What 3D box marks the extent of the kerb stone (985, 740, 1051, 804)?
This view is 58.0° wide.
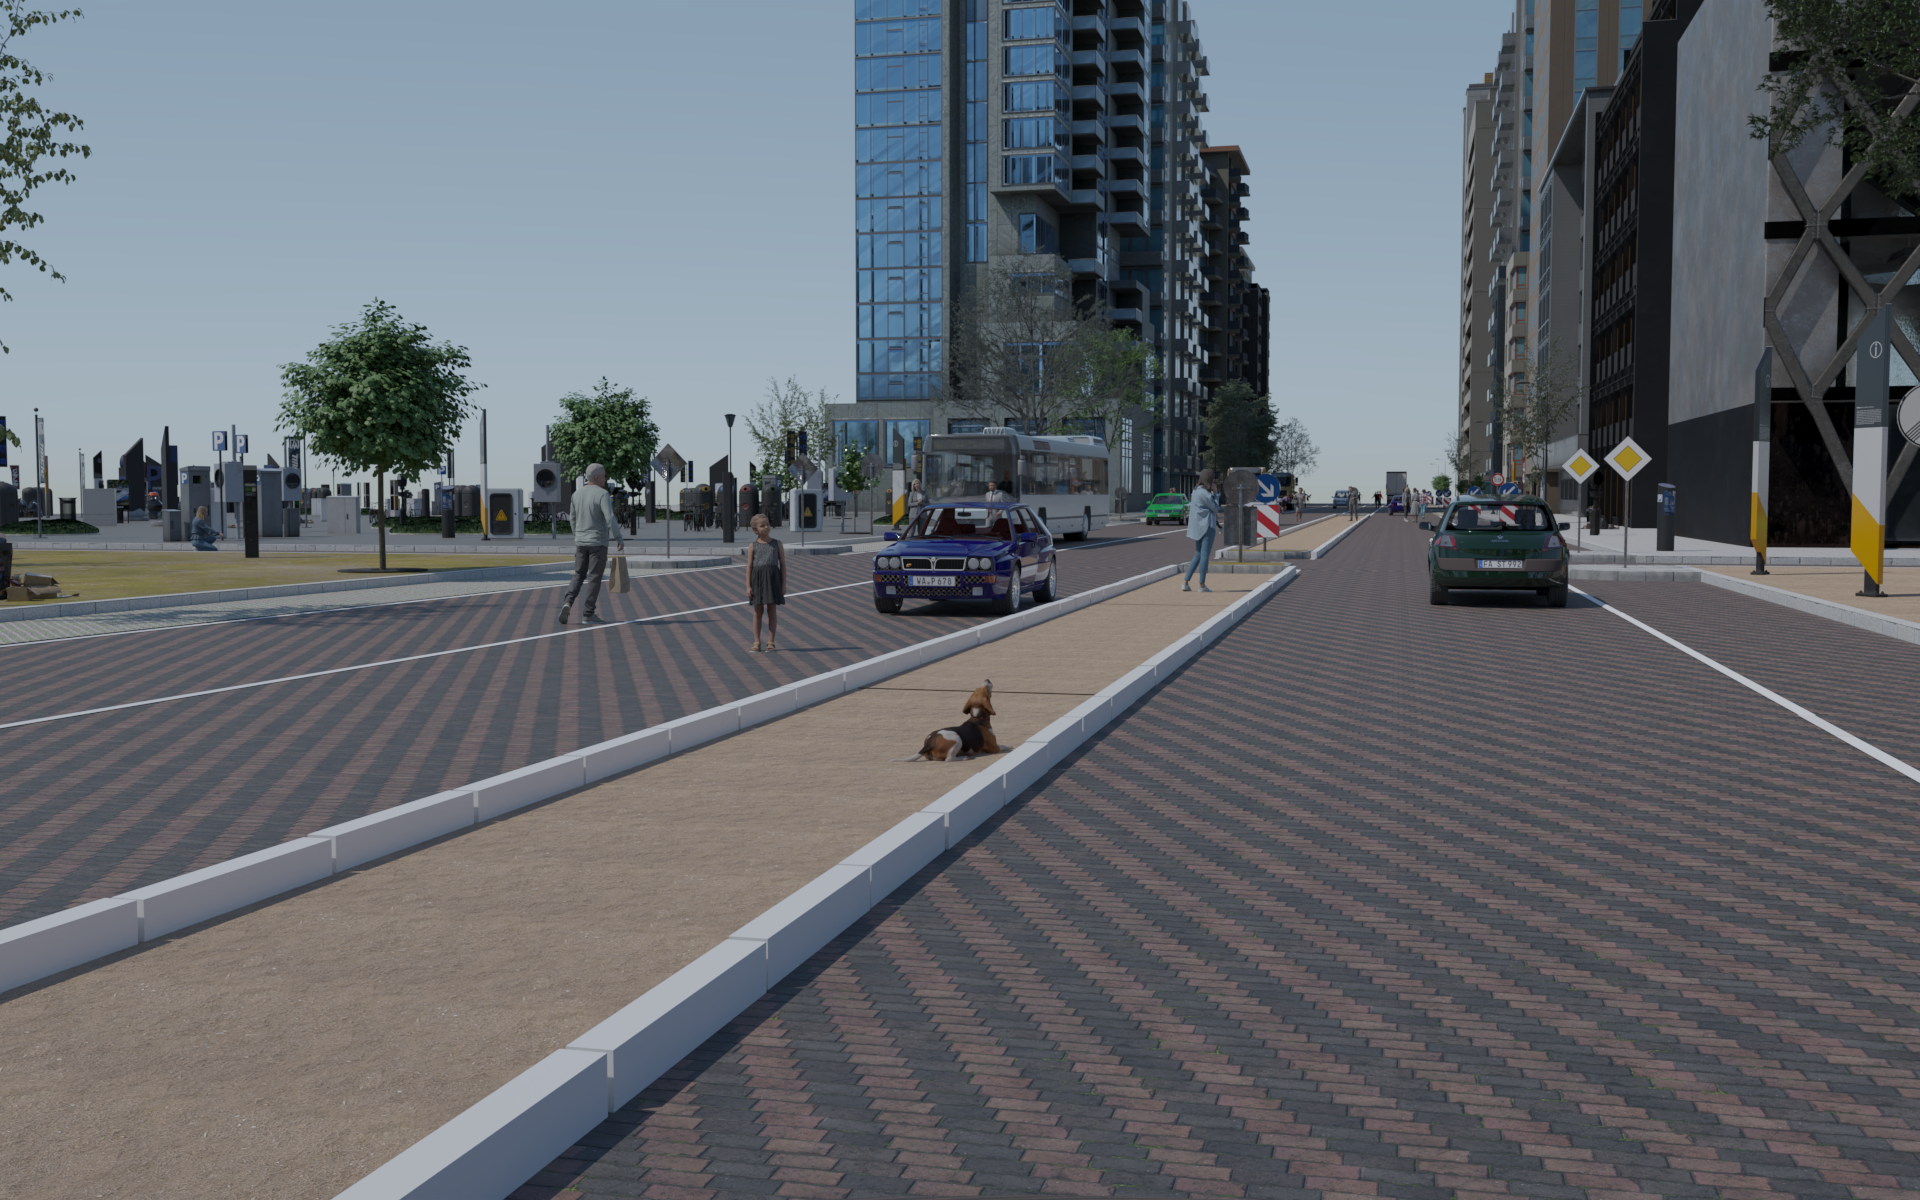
[{"bbox_3d":[0.274,0.843,8.474,0.120,0.150,1.000,1,4,14],"label":"kerb stone"}]

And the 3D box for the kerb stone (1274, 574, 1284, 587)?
[{"bbox_3d":[4.807,-0.256,26.393,0.120,0.150,1.000,1,4,14],"label":"kerb stone"}]

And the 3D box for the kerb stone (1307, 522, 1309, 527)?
[{"bbox_3d":[14.729,-3.173,74.123,0.120,0.150,1.000,1,4,14],"label":"kerb stone"}]

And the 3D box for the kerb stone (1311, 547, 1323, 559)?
[{"bbox_3d":[8.207,-1.077,39.808,0.120,0.150,1.000,1,4,14],"label":"kerb stone"}]

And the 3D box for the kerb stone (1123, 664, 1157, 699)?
[{"bbox_3d":[1.274,0.600,12.469,0.120,0.150,1.000,1,4,14],"label":"kerb stone"}]

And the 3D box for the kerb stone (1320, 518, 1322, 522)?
[{"bbox_3d":[17.752,-3.900,86.044,0.120,0.150,1.000,1,4,14],"label":"kerb stone"}]

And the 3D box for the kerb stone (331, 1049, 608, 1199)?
[{"bbox_3d":[-0.991,1.143,3.510,0.120,0.150,1.000,1,4,14],"label":"kerb stone"}]

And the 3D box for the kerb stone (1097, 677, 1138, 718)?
[{"bbox_3d":[1.028,0.656,11.472,0.120,0.150,1.000,1,4,14],"label":"kerb stone"}]

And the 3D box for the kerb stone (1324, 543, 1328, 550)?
[{"bbox_3d":[8.958,-1.257,42.798,0.120,0.150,1.000,1,4,14],"label":"kerb stone"}]

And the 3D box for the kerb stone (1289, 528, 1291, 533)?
[{"bbox_3d":[11.707,-2.446,62.193,0.120,0.150,1.000,1,4,14],"label":"kerb stone"}]

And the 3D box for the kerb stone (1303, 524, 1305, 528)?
[{"bbox_3d":[13.975,-2.994,71.140,0.120,0.150,1.000,1,4,14],"label":"kerb stone"}]

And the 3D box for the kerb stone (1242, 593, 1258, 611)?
[{"bbox_3d":[3.551,0.047,21.426,0.120,0.150,1.000,1,4,14],"label":"kerb stone"}]

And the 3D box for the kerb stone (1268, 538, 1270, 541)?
[{"bbox_3d":[9.186,-1.837,52.250,0.120,0.150,1.000,1,4,14],"label":"kerb stone"}]

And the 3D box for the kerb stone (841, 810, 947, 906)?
[{"bbox_3d":[-0.242,0.962,6.489,0.120,0.150,1.000,1,4,14],"label":"kerb stone"}]

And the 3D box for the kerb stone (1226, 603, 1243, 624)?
[{"bbox_3d":[3.046,0.169,19.434,0.120,0.150,1.000,1,4,14],"label":"kerb stone"}]

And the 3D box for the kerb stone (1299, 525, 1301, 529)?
[{"bbox_3d":[13.218,-2.811,68.165,0.120,0.150,1.000,1,4,14],"label":"kerb stone"}]

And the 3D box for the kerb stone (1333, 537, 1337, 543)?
[{"bbox_3d":[10.475,-1.624,48.749,0.120,0.150,1.000,1,4,14],"label":"kerb stone"}]

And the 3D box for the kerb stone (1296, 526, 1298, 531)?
[{"bbox_3d":[12.715,-2.690,66.176,0.120,0.150,1.000,1,4,14],"label":"kerb stone"}]

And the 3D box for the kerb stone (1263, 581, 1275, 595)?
[{"bbox_3d":[4.301,-0.135,24.405,0.120,0.150,1.000,1,4,14],"label":"kerb stone"}]

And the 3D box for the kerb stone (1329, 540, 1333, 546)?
[{"bbox_3d":[9.719,-1.442,45.777,0.120,0.150,1.000,1,4,14],"label":"kerb stone"}]

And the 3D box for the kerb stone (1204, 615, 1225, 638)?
[{"bbox_3d":[2.538,0.291,17.439,0.120,0.150,1.000,1,4,14],"label":"kerb stone"}]

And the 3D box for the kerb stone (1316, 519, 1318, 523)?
[{"bbox_3d":[16.744,-3.660,82.074,0.120,0.150,1.000,1,4,14],"label":"kerb stone"}]

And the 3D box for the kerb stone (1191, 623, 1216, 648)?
[{"bbox_3d":[2.291,0.352,16.445,0.120,0.150,1.000,1,4,14],"label":"kerb stone"}]

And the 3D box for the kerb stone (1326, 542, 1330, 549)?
[{"bbox_3d":[9.203,-1.317,43.796,0.120,0.150,1.000,1,4,14],"label":"kerb stone"}]

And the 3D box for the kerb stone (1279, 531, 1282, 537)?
[{"bbox_3d":[10.453,-2.142,57.225,0.120,0.150,1.000,1,4,14],"label":"kerb stone"}]

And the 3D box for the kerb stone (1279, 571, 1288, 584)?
[{"bbox_3d":[5.059,-0.317,27.385,0.120,0.150,1.000,1,4,14],"label":"kerb stone"}]

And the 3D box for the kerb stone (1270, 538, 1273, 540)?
[{"bbox_3d":[9.438,-1.899,53.249,0.120,0.150,1.000,1,4,14],"label":"kerb stone"}]

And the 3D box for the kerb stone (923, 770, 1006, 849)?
[{"bbox_3d":[0.019,0.900,7.478,0.120,0.150,1.000,1,4,14],"label":"kerb stone"}]

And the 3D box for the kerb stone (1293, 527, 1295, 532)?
[{"bbox_3d":[12.217,-2.569,64.192,0.120,0.150,1.000,1,4,14],"label":"kerb stone"}]

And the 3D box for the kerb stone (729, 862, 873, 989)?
[{"bbox_3d":[-0.490,1.021,5.497,0.120,0.150,1.000,1,4,14],"label":"kerb stone"}]

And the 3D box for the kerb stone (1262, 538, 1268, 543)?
[{"bbox_3d":[8.935,-1.772,51.258,0.120,0.150,1.000,1,4,14],"label":"kerb stone"}]

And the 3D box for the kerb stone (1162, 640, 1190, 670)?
[{"bbox_3d":[1.781,0.475,14.457,0.120,0.150,1.000,1,4,14],"label":"kerb stone"}]

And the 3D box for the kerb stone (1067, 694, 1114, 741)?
[{"bbox_3d":[0.775,0.718,10.480,0.120,0.150,1.000,1,4,14],"label":"kerb stone"}]

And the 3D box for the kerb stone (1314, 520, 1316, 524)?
[{"bbox_3d":[16.247,-3.538,80.092,0.120,0.150,1.000,1,4,14],"label":"kerb stone"}]

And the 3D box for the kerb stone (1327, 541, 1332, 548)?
[{"bbox_3d":[9.465,-1.382,44.787,0.120,0.150,1.000,1,4,14],"label":"kerb stone"}]

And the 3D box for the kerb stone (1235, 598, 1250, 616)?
[{"bbox_3d":[3.294,0.109,20.437,0.120,0.150,1.000,1,4,14],"label":"kerb stone"}]

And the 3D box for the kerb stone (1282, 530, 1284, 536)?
[{"bbox_3d":[10.696,-2.203,58.218,0.120,0.150,1.000,1,4,14],"label":"kerb stone"}]

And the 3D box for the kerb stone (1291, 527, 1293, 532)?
[{"bbox_3d":[11.962,-2.508,63.194,0.120,0.150,1.000,1,4,14],"label":"kerb stone"}]

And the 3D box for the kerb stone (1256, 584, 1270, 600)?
[{"bbox_3d":[4.053,-0.074,23.408,0.120,0.150,1.000,1,4,14],"label":"kerb stone"}]

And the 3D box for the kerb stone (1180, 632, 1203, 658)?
[{"bbox_3d":[2.031,0.420,15.456,0.120,0.150,1.000,1,4,14],"label":"kerb stone"}]

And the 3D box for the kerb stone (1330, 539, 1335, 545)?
[{"bbox_3d":[9.972,-1.497,46.768,0.120,0.150,1.000,1,4,14],"label":"kerb stone"}]

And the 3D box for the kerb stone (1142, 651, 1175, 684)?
[{"bbox_3d":[1.532,0.534,13.465,0.120,0.150,1.000,1,4,14],"label":"kerb stone"}]

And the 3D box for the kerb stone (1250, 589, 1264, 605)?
[{"bbox_3d":[3.800,-0.012,22.418,0.120,0.150,1.000,1,4,14],"label":"kerb stone"}]

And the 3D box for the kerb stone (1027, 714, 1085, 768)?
[{"bbox_3d":[0.522,0.778,9.478,0.120,0.150,1.000,1,4,14],"label":"kerb stone"}]

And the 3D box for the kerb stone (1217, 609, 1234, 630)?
[{"bbox_3d":[2.786,0.234,18.435,0.120,0.150,1.000,1,4,14],"label":"kerb stone"}]

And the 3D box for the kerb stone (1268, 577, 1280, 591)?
[{"bbox_3d":[4.557,-0.196,25.395,0.120,0.150,1.000,1,4,14],"label":"kerb stone"}]

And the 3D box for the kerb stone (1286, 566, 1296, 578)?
[{"bbox_3d":[5.560,-0.439,29.374,0.120,0.150,1.000,1,4,14],"label":"kerb stone"}]

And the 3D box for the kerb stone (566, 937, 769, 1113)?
[{"bbox_3d":[-0.737,1.085,4.505,0.120,0.150,1.000,1,4,14],"label":"kerb stone"}]

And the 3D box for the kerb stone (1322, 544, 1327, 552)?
[{"bbox_3d":[8.711,-1.196,41.800,0.120,0.150,1.000,1,4,14],"label":"kerb stone"}]

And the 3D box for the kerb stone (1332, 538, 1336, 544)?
[{"bbox_3d":[10.218,-1.562,47.759,0.120,0.150,1.000,1,4,14],"label":"kerb stone"}]

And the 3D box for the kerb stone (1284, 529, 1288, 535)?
[{"bbox_3d":[11.208,-2.325,60.208,0.120,0.150,1.000,1,4,14],"label":"kerb stone"}]

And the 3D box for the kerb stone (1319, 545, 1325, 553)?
[{"bbox_3d":[8.455,-1.136,40.803,0.120,0.150,1.000,1,4,14],"label":"kerb stone"}]

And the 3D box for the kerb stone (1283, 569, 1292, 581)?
[{"bbox_3d":[5.313,-0.373,28.382,0.120,0.150,1.000,1,4,14],"label":"kerb stone"}]
